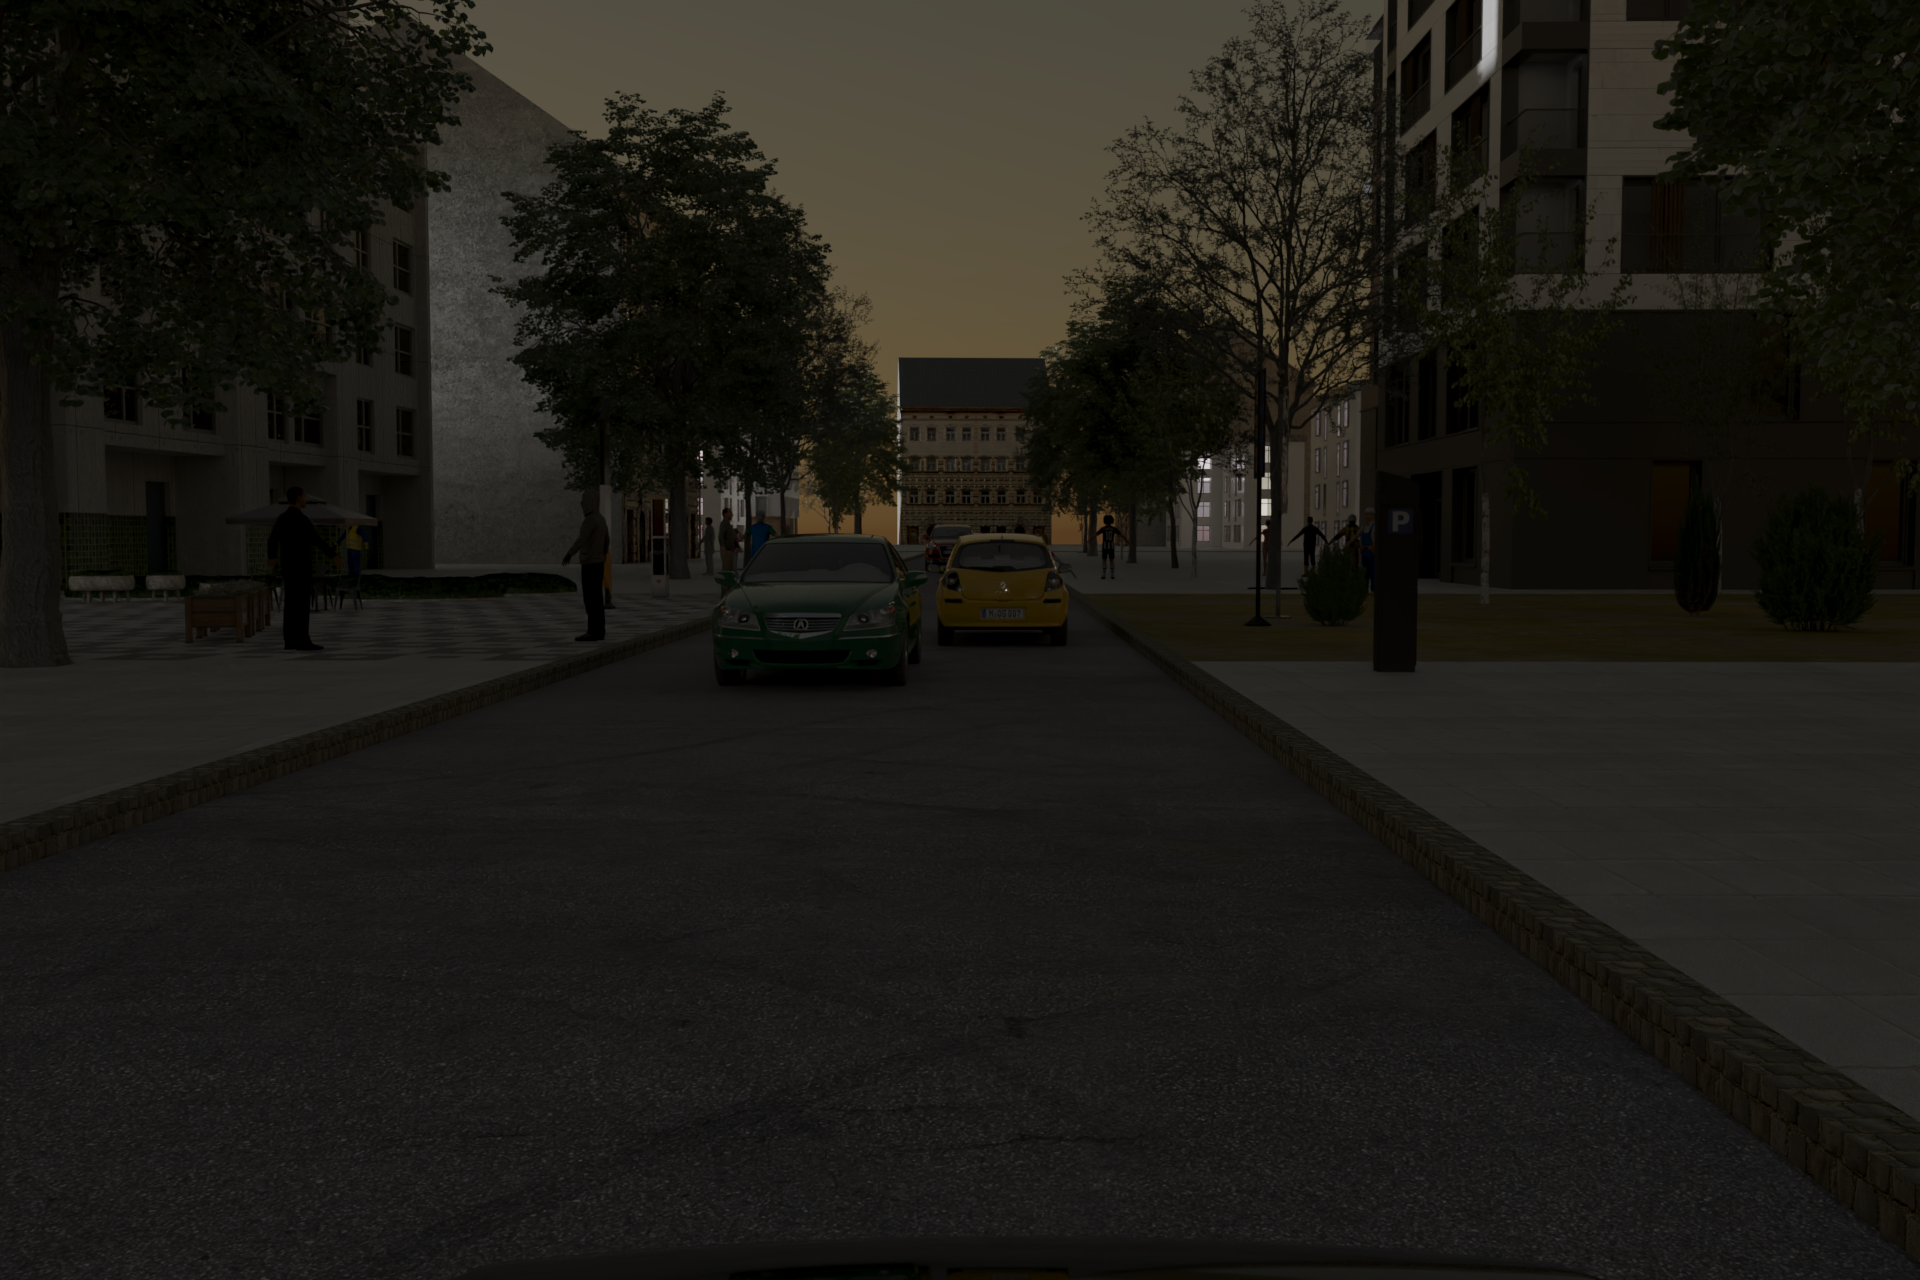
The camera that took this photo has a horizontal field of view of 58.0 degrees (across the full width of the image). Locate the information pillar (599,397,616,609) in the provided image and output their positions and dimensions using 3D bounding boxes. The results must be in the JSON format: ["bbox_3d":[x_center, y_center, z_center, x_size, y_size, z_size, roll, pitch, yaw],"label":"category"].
[{"bbox_3d":[-6.024,-2.330,29.449,0.183,3.616,0.504,0,4,1],"label":"information pillar"}]

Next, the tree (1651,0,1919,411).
[{"bbox_3d":[6.526,-5.533,8.598,7.486,12.596,7.792,0,3,0],"label":"tree"}]

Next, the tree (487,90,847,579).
[{"bbox_3d":[-8.113,-8.701,48.911,9.857,13.997,8.962,0,3,0],"label":"tree"}]

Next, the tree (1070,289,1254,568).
[{"bbox_3d":[7.717,-7.955,64.469,7.601,10.594,8.767,1,4,18],"label":"tree"}]

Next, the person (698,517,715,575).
[{"bbox_3d":[-7.839,-2.918,53.892,0.705,1.806,1.347,-2,4,-26],"label":"person"}]

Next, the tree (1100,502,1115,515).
[{"bbox_3d":[20.830,-17.144,214.721,7.601,10.594,8.767,0,4,4],"label":"tree"}]

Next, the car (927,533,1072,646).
[{"bbox_3d":[0.550,-0.822,23.666,2.015,1.641,3.980,0,4,0],"label":"car"}]

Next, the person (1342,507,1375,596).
[{"bbox_3d":[8.558,-1.861,36.282,0.705,1.847,1.347,-2,4,-33],"label":"person"}]

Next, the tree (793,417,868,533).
[{"bbox_3d":[-6.665,-8.889,95.697,4.360,8.622,3.978,0,3,0],"label":"tree"}]

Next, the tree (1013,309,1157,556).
[{"bbox_3d":[7.737,-11.817,99.867,9.857,13.997,8.962,0,3,0],"label":"tree"}]

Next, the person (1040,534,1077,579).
[{"bbox_3d":[1.289,-0.882,26.152,0.991,1.433,0.599,2,4,26],"label":"person"}]

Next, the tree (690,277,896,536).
[{"bbox_3d":[-7.963,-10.248,77.926,12.009,13.543,11.850,0,3,0],"label":"tree"}]

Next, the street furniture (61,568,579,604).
[{"bbox_3d":[-12.795,-1.193,35.128,10.072,0.657,5.734,-1,4,-16],"label":"street furniture"}]

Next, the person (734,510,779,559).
[{"bbox_3d":[-4.427,-1.968,38.305,1.347,1.817,0.704,1,4,15],"label":"person"}]

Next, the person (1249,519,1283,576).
[{"bbox_3d":[9.427,-2.844,53.295,1.217,1.733,0.721,-2,4,-24],"label":"person"}]

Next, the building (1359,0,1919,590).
[{"bbox_3d":[26.914,-12.930,55.382,27.936,21.610,32.646,0,4,1],"label":"building"}]

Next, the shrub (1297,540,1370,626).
[{"bbox_3d":[5.225,-0.802,24.230,1.383,1.207,1.383,0,3,0],"label":"shrub"}]

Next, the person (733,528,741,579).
[{"bbox_3d":[-5.777,-2.121,43.940,0.599,1.433,0.991,-1,4,-19],"label":"person"}]

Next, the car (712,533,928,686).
[{"bbox_3d":[-1.368,-0.371,17.872,2.131,1.459,4.920,0,4,1],"label":"car"}]

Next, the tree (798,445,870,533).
[{"bbox_3d":[-15.980,-18.346,210.320,12.009,13.543,11.850,0,3,0],"label":"tree"}]

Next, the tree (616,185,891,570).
[{"bbox_3d":[-7.449,-9.221,61.134,12.009,13.543,11.850,0,3,0],"label":"tree"}]

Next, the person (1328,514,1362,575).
[{"bbox_3d":[11.075,-2.641,48.956,1.354,1.858,0.705,1,4,10],"label":"person"}]

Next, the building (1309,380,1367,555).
[{"bbox_3d":[26.011,-9.310,94.368,9.099,9.664,28.070,0,4,1],"label":"building"}]

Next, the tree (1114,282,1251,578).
[{"bbox_3d":[6.799,-6.143,50.800,4.737,8.622,4.395,0,3,0],"label":"tree"}]

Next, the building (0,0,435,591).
[{"bbox_3d":[-28.066,-11.070,47.459,16.747,18.905,31.486,0,4,2],"label":"building"}]

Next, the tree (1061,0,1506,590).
[{"bbox_3d":[7.309,-7.903,39.585,12.009,13.543,11.850,0,3,0],"label":"tree"}]

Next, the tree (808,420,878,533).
[{"bbox_3d":[-7.101,-9.318,102.709,4.737,8.622,4.395,0,3,0],"label":"tree"}]

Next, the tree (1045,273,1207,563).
[{"bbox_3d":[7.573,-9.675,76.305,7.486,12.596,7.792,0,3,0],"label":"tree"}]

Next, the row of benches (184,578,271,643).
[{"bbox_3d":[-9.383,-0.420,22.332,1.422,0.672,4.104,-1,4,-17],"label":"row of benches"}]

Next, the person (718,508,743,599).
[{"bbox_3d":[-4.531,-1.690,33.909,0.705,1.796,1.348,0,4,7],"label":"person"}]

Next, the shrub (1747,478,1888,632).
[{"bbox_3d":[11.281,-1.127,22.846,1.690,2.028,1.600,0,3,0],"label":"shrub"}]

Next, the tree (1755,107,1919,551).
[{"bbox_3d":[15.457,-4.833,29.387,4.737,8.622,4.395,0,3,0],"label":"tree"}]

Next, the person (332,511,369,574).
[{"bbox_3d":[-14.548,-2.172,41.477,1.349,1.833,0.705,2,4,35],"label":"person"}]

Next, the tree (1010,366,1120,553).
[{"bbox_3d":[8.528,-12.557,115.671,12.009,13.543,11.850,0,3,0],"label":"tree"}]

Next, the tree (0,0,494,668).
[{"bbox_3d":[-9.174,-6.717,16.472,9.857,13.997,8.962,0,3,0],"label":"tree"}]

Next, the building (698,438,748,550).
[{"bbox_3d":[-23.508,-13.049,155.491,9.099,9.664,28.070,0,4,2],"label":"building"}]

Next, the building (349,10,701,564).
[{"bbox_3d":[-23.203,-15.352,81.929,19.493,23.208,18.063,0,4,2],"label":"building"}]

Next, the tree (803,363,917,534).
[{"bbox_3d":[-6.707,-12.047,115.088,7.486,12.596,7.792,0,3,0],"label":"tree"}]

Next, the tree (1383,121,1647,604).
[{"bbox_3d":[9.825,-4.956,31.390,4.737,8.622,4.395,0,3,0],"label":"tree"}]

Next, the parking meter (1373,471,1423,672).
[{"bbox_3d":[4.080,-0.638,16.143,0.399,1.863,0.255,0,4,1],"label":"parking meter"}]

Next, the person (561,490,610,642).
[{"bbox_3d":[-4.445,-0.898,20.811,0.705,1.813,1.348,0,4,7],"label":"person"}]

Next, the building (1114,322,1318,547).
[{"bbox_3d":[26.500,-21.599,184.078,19.493,23.208,18.063,0,4,1],"label":"building"}]

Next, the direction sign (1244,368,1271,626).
[{"bbox_3d":[4.164,-1.964,24.110,0.379,3.537,0.876,0,4,1],"label":"direction sign"}]

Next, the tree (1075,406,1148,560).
[{"bbox_3d":[7.959,-8.320,86.387,4.737,8.622,4.395,0,3,0],"label":"tree"}]

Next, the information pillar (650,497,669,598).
[{"bbox_3d":[-6.044,-1.860,34.899,0.304,2.012,0.304,0,4,3],"label":"information pillar"}]

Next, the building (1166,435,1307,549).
[{"bbox_3d":[24.909,-13.334,160.165,9.099,9.664,28.070,0,4,1],"label":"building"}]

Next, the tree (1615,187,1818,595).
[{"bbox_3d":[16.227,-5.283,36.734,4.360,8.622,3.978,0,3,0],"label":"tree"}]

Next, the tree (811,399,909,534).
[{"bbox_3d":[-7.276,-12.131,124.098,9.928,11.665,9.643,0,3,0],"label":"tree"}]

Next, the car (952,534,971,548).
[{"bbox_3d":[0.774,-2.977,60.470,2.131,1.459,4.920,0,4,1],"label":"car"}]

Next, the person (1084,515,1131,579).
[{"bbox_3d":[4.215,-2.639,49.283,1.345,1.843,0.704,0,4,-4],"label":"person"}]

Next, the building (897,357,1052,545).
[{"bbox_3d":[1.429,-23.303,214.387,18.063,23.208,19.493,0,4,-3],"label":"building"}]

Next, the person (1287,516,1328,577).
[{"bbox_3d":[10.438,-2.790,51.761,1.346,1.812,0.704,-1,4,-14],"label":"person"}]

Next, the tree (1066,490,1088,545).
[{"bbox_3d":[14.572,-15.851,209.529,4.737,8.622,4.395,0,3,0],"label":"tree"}]

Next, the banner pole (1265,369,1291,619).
[{"bbox_3d":[4.865,-2.209,26.129,0.401,3.779,0.863,0,4,-1],"label":"banner pole"}]

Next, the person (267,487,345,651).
[{"bbox_3d":[-7.306,-0.791,19.162,1.346,1.802,0.704,3,4,36],"label":"person"}]

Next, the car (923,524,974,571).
[{"bbox_3d":[-0.298,-3.651,68.361,2.281,1.827,5.304,0,4,1],"label":"car"}]

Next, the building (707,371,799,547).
[{"bbox_3d":[-22.694,-19.507,175.364,16.016,20.090,11.380,0,4,1],"label":"building"}]
